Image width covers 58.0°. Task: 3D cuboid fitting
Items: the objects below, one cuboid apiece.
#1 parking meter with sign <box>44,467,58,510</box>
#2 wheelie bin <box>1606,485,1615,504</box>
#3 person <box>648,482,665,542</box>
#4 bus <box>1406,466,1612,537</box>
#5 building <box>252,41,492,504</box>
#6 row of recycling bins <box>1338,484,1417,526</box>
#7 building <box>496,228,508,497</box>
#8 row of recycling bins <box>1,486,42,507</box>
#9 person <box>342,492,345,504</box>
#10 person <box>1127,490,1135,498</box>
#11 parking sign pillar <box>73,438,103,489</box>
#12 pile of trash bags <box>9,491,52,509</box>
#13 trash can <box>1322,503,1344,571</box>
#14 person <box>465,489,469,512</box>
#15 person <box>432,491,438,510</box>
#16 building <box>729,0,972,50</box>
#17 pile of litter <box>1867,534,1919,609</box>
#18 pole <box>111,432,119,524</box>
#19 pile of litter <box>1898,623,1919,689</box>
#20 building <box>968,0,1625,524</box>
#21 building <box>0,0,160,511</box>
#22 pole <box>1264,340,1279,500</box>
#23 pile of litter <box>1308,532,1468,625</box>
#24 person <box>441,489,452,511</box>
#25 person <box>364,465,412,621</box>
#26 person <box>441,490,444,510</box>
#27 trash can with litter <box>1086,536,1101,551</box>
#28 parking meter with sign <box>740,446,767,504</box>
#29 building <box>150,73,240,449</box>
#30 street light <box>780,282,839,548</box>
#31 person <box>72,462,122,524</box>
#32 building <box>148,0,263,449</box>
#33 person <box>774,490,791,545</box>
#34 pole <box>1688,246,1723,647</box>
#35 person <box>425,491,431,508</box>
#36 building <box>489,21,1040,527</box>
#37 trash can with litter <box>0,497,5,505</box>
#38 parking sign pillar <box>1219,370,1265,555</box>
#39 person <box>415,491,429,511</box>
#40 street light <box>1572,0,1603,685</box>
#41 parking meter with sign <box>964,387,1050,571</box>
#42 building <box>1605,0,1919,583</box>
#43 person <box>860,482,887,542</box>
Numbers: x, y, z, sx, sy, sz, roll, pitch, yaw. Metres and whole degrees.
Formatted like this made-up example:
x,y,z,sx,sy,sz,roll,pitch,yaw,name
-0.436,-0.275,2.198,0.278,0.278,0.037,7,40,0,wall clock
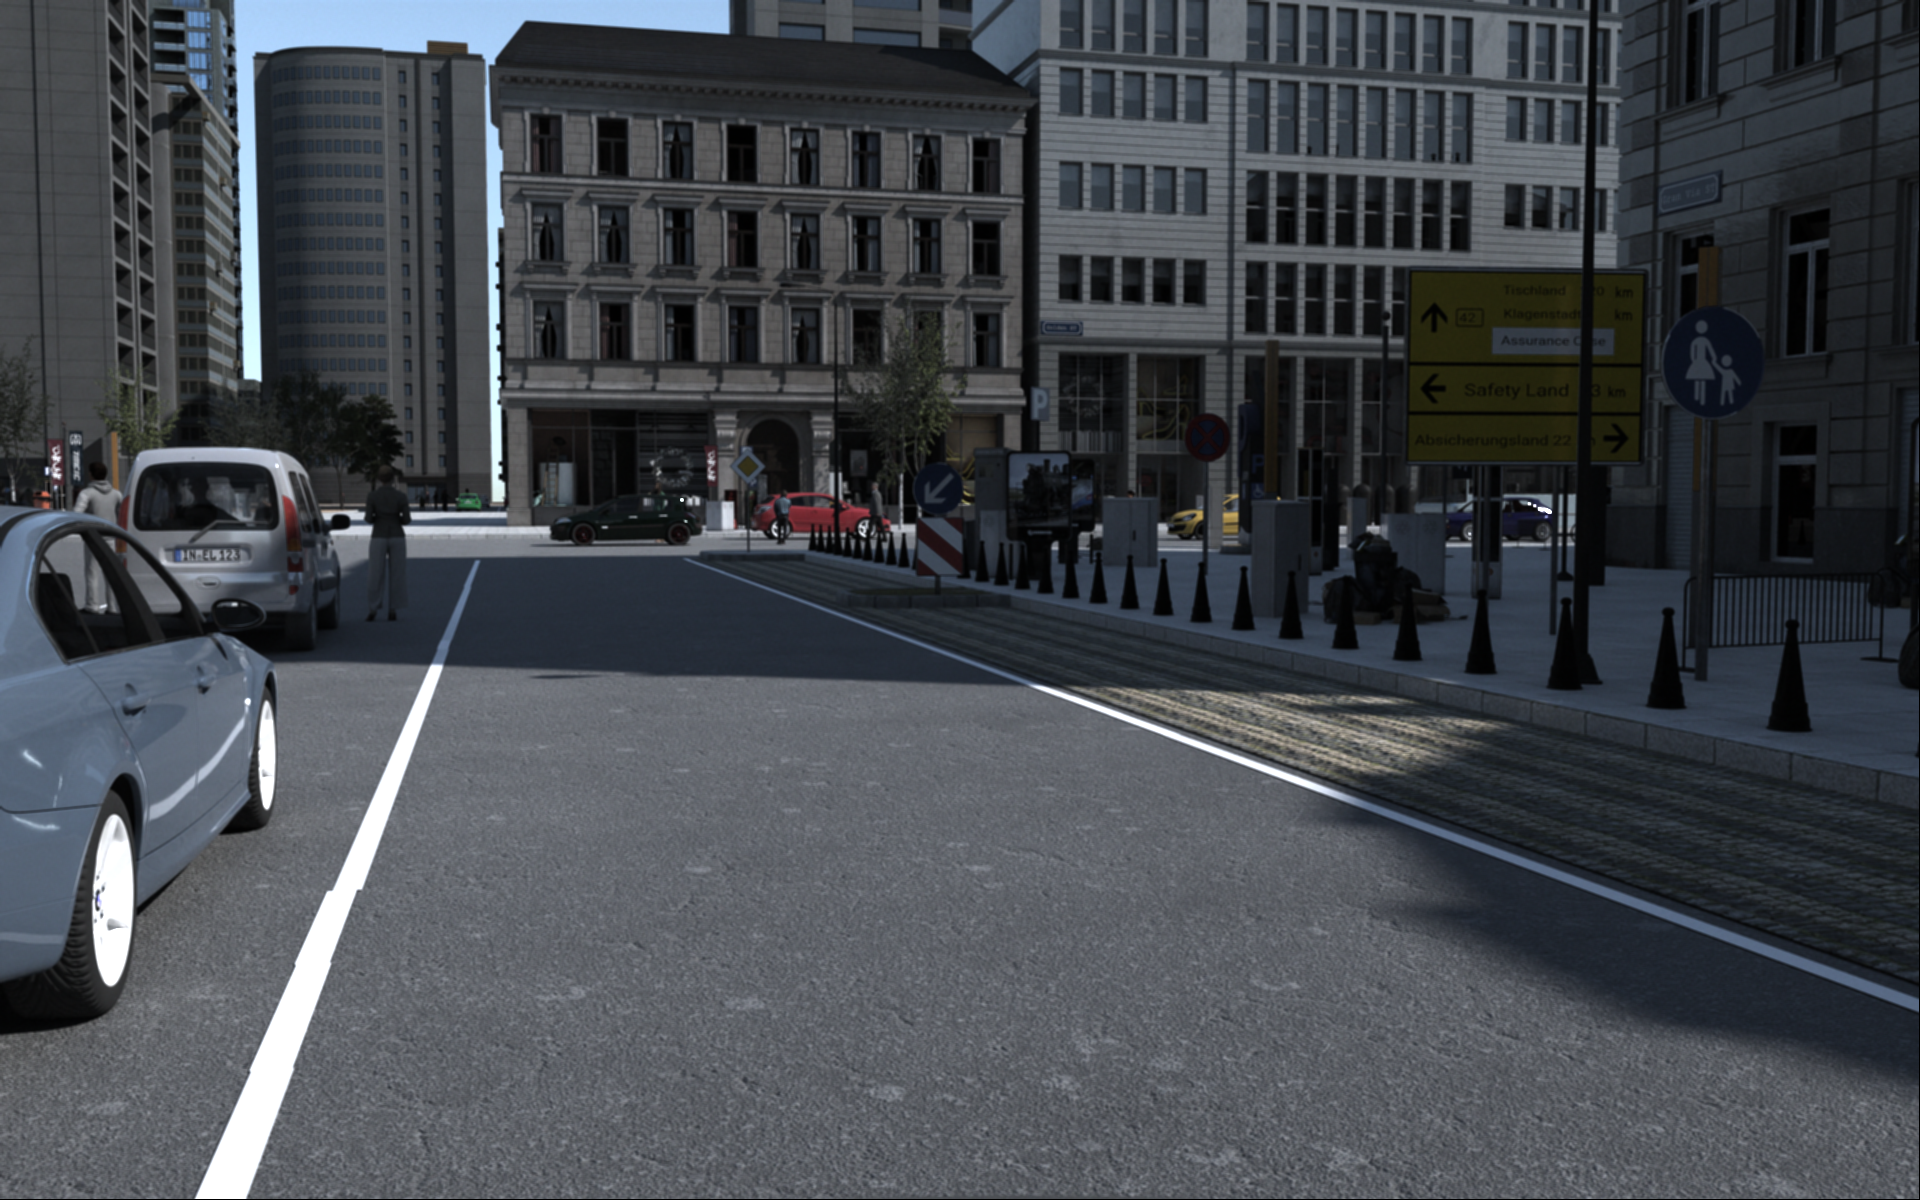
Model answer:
x,y,z,sx,sy,sz,roll,pitch,yaw,name
-57.928,-7.002,110.751,1.738,3.016,0.543,3,5,43,parking meter with sign
14.181,-1.854,38.229,0.693,1.594,0.980,1,4,16,wheelie bin
-8.902,-2.598,51.221,0.600,1.795,0.529,2,4,31,person
21.460,-3.987,60.049,13.247,3.499,2.948,-1,4,-17,bus
-76.273,-41.890,226.893,28.212,58.520,21.231,-1,4,-15,building
16.789,-3.861,70.247,3.534,1.692,1.069,0,4,0,row of recycling bins
-51.576,-33.480,239.282,23.993,40.220,32.217,-1,4,-15,building
-48.028,-4.966,88.300,3.534,1.692,1.069,2,4,29,row of recycling bins
-71.677,-11.693,201.155,0.415,1.643,0.593,-1,4,-8,person
4.488,-2.186,46.615,0.453,1.535,0.546,3,5,42,person
-41.374,-5.732,82.196,1.447,3.967,1.447,2,4,28,parking sign pillar
-33.203,-3.110,60.595,3.447,1.369,1.912,1,4,17,pile of trash bags
6.067,-1.068,29.110,0.748,1.137,0.748,0,3,0,trash can
-40.062,-8.109,140.713,0.705,1.869,1.348,0,4,4,person
-48.538,-9.237,160.050,0.721,1.766,1.217,0,4,7,person
-8.547,-36.856,144.588,21.231,58.520,28.212,-1,4,-15,building
11.185,-0.359,19.839,1.719,0.858,1.176,-1,4,-10,pile of litter
-27.893,-3.876,57.217,0.158,3.312,0.155,0,3,0,pole
6.925,0.155,11.426,1.719,0.858,1.176,-2,4,-24,pile of litter
16.228,-18.589,81.428,29.804,29.767,11.434,-1,4,-15,building
-67.384,-41.905,123.399,20.563,71.187,20.611,-1,4,-15,building
4.140,-1.787,23.067,0.158,3.312,0.155,0,3,0,pole
4.415,-0.218,17.531,1.719,0.858,1.176,-1,4,-15,pile of litter
-42.786,-8.294,144.123,1.348,1.821,0.705,2,4,33,person
-6.477,-0.646,19.607,0.519,1.759,0.362,-1,4,-18,person
-45.967,-8.893,154.420,0.721,1.766,1.217,0,4,-8,person
3.377,-1.705,39.267,1.055,1.170,0.624,2,4,26,trash can with litter
-7.422,-4.136,63.880,0.543,3.016,1.738,1,4,23,parking meter with sign
-78.462,-28.359,155.557,23.993,40.220,32.217,-1,4,-15,building
-3.260,-4.013,38.153,1.470,5.913,1.316,-1,4,-15,street light
-10.181,-0.724,20.479,0.789,1.805,0.875,2,4,33,person
-104.764,-55.371,217.982,31.000,86.520,22.319,-1,4,-15,building
-5.048,-2.347,49.081,0.499,1.552,0.429,1,4,18,person
6.206,-1.258,14.416,0.158,3.312,0.155,0,3,0,pole
-55.509,-10.472,180.640,0.541,1.710,0.530,3,5,41,person
-17.621,-13.528,72.099,40.483,20.767,10.553,-1,4,-15,building
-55.812,-5.542,101.995,1.055,1.170,0.624,0,4,-3,trash can with litter
6.293,-2.976,37.123,1.447,3.967,1.447,0,4,-1,parking sign pillar
-45.541,-8.405,146.647,1.217,1.736,0.721,-1,4,-20,person
3.700,-2.383,11.511,1.470,5.913,1.316,-1,4,-15,street light
0.624,-1.993,28.849,1.738,3.016,0.543,3,4,38,parking meter with sign
19.999,-13.606,19.714,12.463,27.353,25.104,-1,4,-15,building
-2.583,-2.616,51.671,0.834,1.777,0.661,0,4,-1,person
